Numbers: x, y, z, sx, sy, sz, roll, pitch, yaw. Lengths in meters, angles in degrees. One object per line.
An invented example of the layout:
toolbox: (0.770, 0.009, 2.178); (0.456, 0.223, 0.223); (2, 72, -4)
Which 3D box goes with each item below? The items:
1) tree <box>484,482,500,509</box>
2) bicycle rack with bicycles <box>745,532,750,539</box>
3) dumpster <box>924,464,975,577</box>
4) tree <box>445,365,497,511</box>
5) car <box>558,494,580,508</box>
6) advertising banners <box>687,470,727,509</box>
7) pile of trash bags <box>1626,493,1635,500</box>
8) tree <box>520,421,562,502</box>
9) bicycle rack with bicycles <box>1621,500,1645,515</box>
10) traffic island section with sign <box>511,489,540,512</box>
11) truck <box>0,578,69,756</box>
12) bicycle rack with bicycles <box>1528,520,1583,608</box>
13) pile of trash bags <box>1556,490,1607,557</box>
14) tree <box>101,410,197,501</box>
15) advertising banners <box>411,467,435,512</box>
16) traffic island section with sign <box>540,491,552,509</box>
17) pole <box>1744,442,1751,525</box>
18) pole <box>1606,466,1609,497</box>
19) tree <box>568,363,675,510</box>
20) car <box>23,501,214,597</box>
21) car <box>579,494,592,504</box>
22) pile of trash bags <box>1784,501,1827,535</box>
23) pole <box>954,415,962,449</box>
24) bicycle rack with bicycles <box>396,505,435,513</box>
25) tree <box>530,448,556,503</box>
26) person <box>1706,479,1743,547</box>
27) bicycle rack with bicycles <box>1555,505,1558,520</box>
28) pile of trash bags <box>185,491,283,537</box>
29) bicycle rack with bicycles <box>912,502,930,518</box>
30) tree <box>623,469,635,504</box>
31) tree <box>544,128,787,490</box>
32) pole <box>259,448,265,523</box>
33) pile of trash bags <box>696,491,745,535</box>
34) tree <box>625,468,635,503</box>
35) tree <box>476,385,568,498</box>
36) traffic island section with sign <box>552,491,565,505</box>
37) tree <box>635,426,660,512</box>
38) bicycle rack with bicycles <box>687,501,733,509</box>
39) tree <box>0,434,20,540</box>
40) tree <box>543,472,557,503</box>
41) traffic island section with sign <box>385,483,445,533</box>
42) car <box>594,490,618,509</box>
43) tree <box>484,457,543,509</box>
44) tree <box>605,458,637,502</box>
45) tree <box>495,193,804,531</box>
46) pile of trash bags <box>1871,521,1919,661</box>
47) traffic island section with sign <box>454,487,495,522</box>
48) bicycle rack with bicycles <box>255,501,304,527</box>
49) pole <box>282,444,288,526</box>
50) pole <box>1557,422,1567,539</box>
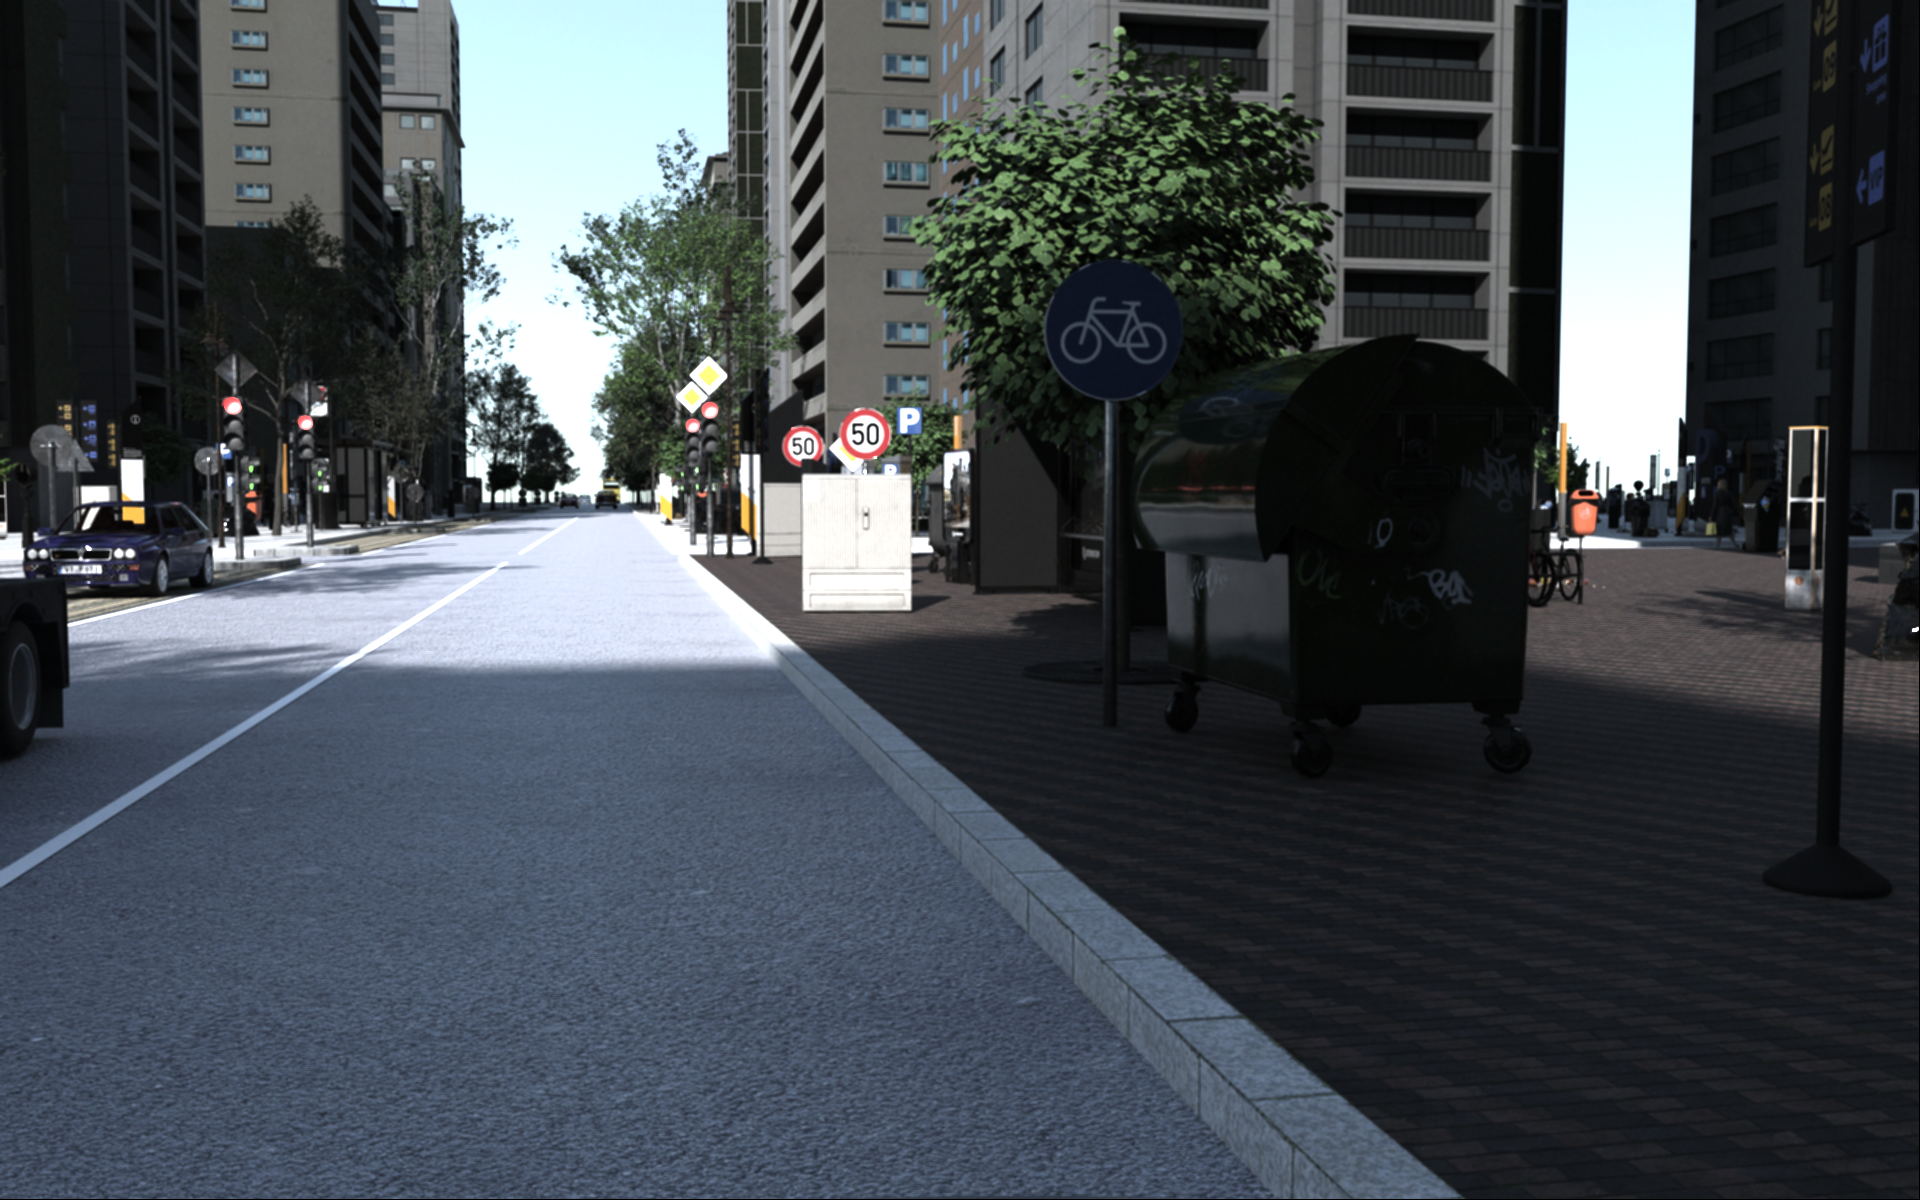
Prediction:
tree: (-41.002, -9.616, 151.820); (1.663, 3.219, 1.824); (0, 3, 0)
bicycle rack with bicycles: (-4.427, -2.151, 48.546); (2.852, 0.926, 2.925); (-2, 4, -30)
dumpster: (0.202, -1.330, 27.500); (1.264, 1.857, 1.865); (-1, 4, -11)
tree: (-35.819, -12.678, 133.038); (9.928, 11.665, 9.643); (0, 3, 0)
car: (-39.801, -10.239, 176.448); (2.155, 1.783, 4.494); (-1, 4, -10)
advertising banners: (-11.316, -5.035, 78.507); (2.074, 3.025, 0.090); (0, 4, 2)
pile of trash bags: (44.905, -6.638, 118.280); (3.447, 1.369, 1.912); (-2, 4, -35)
tree: (-64.326, -21.586, 269.940); (9.611, 12.733, 9.660); (0, 3, 0)
bicycle rack with bicycles: (41.426, -5.556, 104.226); (2.925, 0.926, 2.852); (2, 4, 30)
traffic island section with sign: (-35.025, -7.973, 138.990); (1.989, 1.847, 2.006); (-1, 4, -11)
truck: (-4.344, -0.671, 0.735); (2.967, 4.110, 18.799); (-1, 4, -13)
bicycle rack with bicycles: (6.233, -0.433, 20.455); (2.925, 0.926, 2.852); (-2, 4, -27)
pile of trash bags: (11.238, -1.562, 35.295); (3.447, 1.369, 1.912); (1, 4, 9)
tree: (-31.551, -5.121, 67.437); (4.285, 4.588, 4.351); (0, 3, 0)
advertising banners: (-35.051, -7.196, 113.839); (2.074, 3.025, 0.090); (0, 4, 5)
traffic island section with sign: (-40.389, -9.622, 165.944); (1.989, 1.847, 2.006); (-1, 4, -11)
pole: (31.006, -4.546, 68.168); (0.158, 3.312, 0.155); (0, 3, 0)
pole: (46.781, -8.029, 125.111); (0.158, 3.312, 0.155); (0, 3, 0)
tree: (-24.130, -13.788, 135.796); (12.009, 13.543, 11.850); (0, 3, 0)
car: (-12.080, -0.760, 25.005); (1.945, 1.354, 3.894); (-1, 4, -10)
car: (-54.202, -14.570, 250.216); (2.014, 1.417, 4.499); (-1, 4, -11)
pile of trash bags: (27.943, -2.889, 56.980); (3.447, 1.369, 1.912); (1, 4, 15)
pole: (-0.055, -3.131, 45.033); (0.158, 3.312, 0.155); (0, 3, 0)
bicycle rack with bicycles: (-33.335, -5.693, 106.461); (2.925, 0.926, 2.852); (-3, 4, -39)
tree: (-62.557, -18.946, 260.129); (4.360, 8.622, 3.978); (0, 3, 0)
person: (19.123, -2.064, 42.470); (1.509, 1.804, 0.699); (2, 4, 27)
bicycle rack with bicycles: (27.977, -4.062, 79.793); (2.852, 0.926, 2.925); (3, 5, 40)
pile of trash bags: (-22.573, -2.680, 53.572); (1.912, 1.369, 3.447); (0, 4, 6)
bicycle rack with bicycles: (-1.198, -4.162, 81.433); (2.852, 0.926, 2.925); (-1, 4, -11)
tree: (-29.776, -11.009, 163.714); (4.285, 4.588, 4.351); (0, 3, 0)
tree: (-15.681, -14.467, 92.418); (12.611, 20.169, 13.585); (0, 3, 0)
pole: (-30.909, -5.068, 76.700); (0.158, 3.312, 0.155); (0, 3, 0)
pile of trash bags: (-7.848, -2.855, 56.432); (1.912, 1.369, 3.447); (-2, 4, -30)
tree: (-45.044, -17.672, 239.294); (4.737, 8.622, 4.395); (0, 3, 0)
tree: (-46.791, -16.760, 184.392); (12.009, 13.543, 11.850); (0, 3, 0)
traffic island section with sign: (-51.197, -12.944, 220.260); (1.989, 1.847, 2.006); (-1, 4, -11)
tree: (-21.656, -10.644, 124.383); (4.360, 8.622, 3.978); (0, 3, 0)
bicycle rack with bicycles: (-12.251, -4.456, 86.234); (2.852, 0.926, 2.925); (1, 4, 16)
tree: (-27.672, -3.324, 48.941); (1.663, 3.219, 1.824); (0, 3, 0)
tree: (-53.065, -14.120, 214.581); (4.285, 4.588, 4.351); (0, 3, 0)
traffic island section with sign: (-20.073, -3.379, 63.869); (1.989, 1.847, 2.006); (-1, 4, -11)
car: (-34.332, -9.746, 168.025); (2.281, 1.827, 5.304); (-1, 4, -13)
tree: (-38.933, -10.028, 147.674); (4.285, 4.588, 4.351); (0, 3, 0)
tree: (-40.852, -18.340, 217.989); (7.486, 12.596, 7.792); (0, 3, 0)
tree: (-9.057, -8.201, 59.845); (9.928, 11.665, 9.643); (0, 3, 0)
pile of trash bags: (8.680, -0.195, 12.939); (1.912, 1.369, 3.447); (-3, 5, -42)
traffic island section with sign: (-25.374, -5.008, 90.515); (1.989, 1.847, 2.006); (-1, 4, -11)
bicycle rack with bicycles: (-27.489, -3.249, 66.504); (2.925, 0.926, 2.852); (2, 4, 26)
pole: (-27.324, -4.663, 70.088); (0.158, 3.312, 0.155); (0, 3, 0)
pole: (17.182, -3.398, 49.396); (0.158, 3.312, 0.155); (0, 3, 0)
